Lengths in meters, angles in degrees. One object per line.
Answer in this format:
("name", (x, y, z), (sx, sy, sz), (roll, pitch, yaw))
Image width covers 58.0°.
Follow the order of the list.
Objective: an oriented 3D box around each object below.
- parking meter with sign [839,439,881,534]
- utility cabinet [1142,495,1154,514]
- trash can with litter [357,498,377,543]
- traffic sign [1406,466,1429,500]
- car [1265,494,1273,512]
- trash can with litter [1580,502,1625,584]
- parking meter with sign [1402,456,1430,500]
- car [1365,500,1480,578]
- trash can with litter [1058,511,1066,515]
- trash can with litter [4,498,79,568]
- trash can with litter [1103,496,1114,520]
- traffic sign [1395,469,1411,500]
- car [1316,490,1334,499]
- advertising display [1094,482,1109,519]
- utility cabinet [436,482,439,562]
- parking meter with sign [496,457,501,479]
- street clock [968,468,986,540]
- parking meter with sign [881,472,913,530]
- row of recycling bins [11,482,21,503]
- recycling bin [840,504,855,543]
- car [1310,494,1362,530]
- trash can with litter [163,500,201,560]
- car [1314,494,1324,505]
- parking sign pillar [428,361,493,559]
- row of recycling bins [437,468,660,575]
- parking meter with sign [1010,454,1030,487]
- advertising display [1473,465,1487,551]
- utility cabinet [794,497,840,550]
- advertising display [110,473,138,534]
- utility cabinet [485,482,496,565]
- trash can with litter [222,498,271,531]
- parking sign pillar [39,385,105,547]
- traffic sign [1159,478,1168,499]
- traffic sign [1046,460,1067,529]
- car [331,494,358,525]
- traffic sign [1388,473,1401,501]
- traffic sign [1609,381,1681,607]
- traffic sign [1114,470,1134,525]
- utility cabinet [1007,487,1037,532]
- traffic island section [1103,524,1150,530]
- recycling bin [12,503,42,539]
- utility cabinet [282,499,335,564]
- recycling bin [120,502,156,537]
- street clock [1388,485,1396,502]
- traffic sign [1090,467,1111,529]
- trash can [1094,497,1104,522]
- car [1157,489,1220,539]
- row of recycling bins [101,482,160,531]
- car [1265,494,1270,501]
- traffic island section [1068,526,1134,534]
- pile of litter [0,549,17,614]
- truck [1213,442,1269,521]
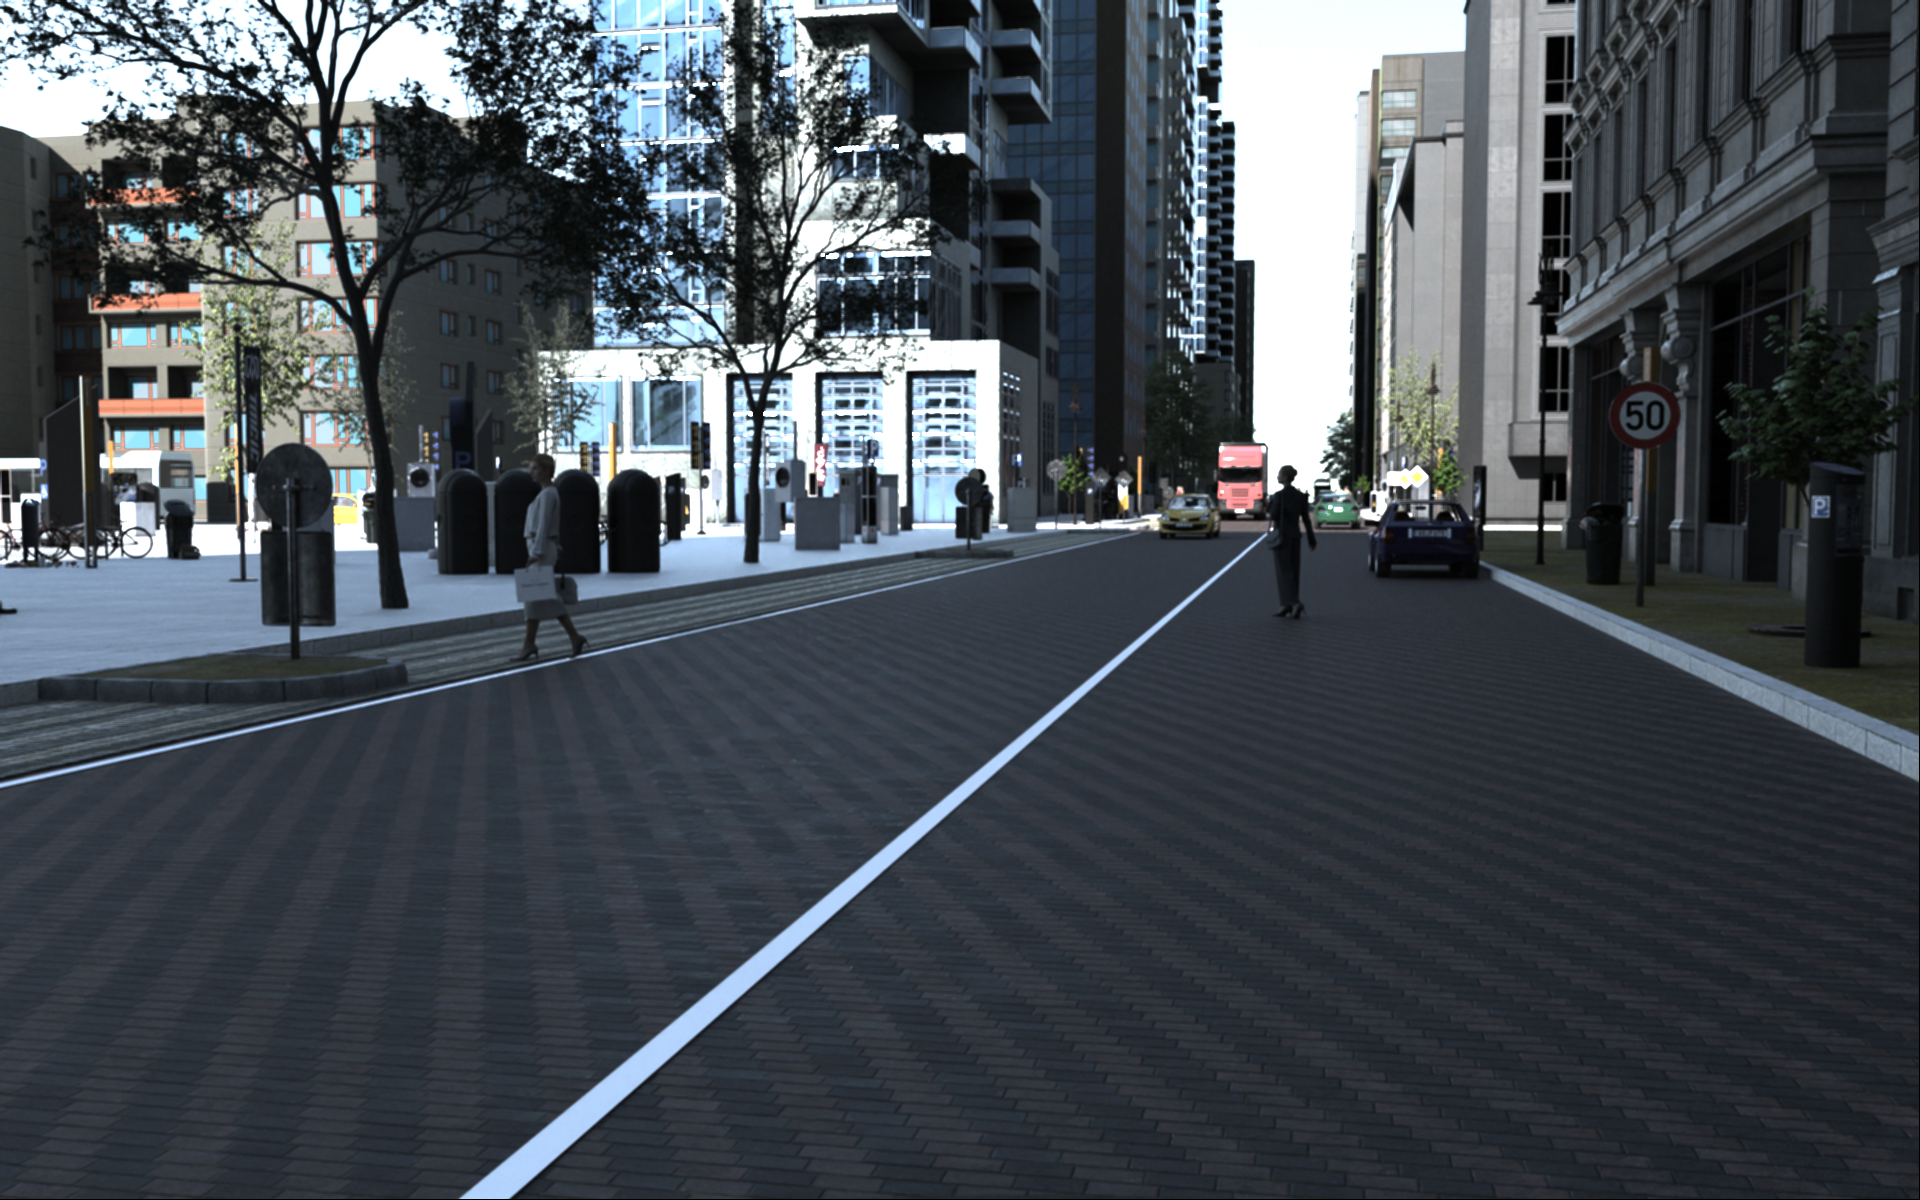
("parking meter with sign", (-3.472, -3.605, 55.202), (1.738, 3.016, 0.543), (2, 4, 29))
("utility cabinet", (12.442, -6.327, 114.606), (0.306, 1.237, 1.020), (3, 5, 44))
("trash can with litter", (-15.229, -2.068, 45.207), (0.624, 1.170, 1.055), (0, 4, 3))
("traffic sign", (16.094, -3.509, 61.022), (0.795, 2.450, 0.064), (1, 4, 11))
("car", (25.743, -8.021, 140.178), (2.155, 1.783, 4.494), (1, 4, 13))
("trash can with litter", (9.159, -0.823, 24.843), (0.624, 1.170, 1.055), (1, 4, 13))
("parking meter with sign", (21.477, -5.156, 80.563), (1.738, 3.016, 0.543), (0, 4, -2))
("car", (8.268, -1.129, 31.047), (1.945, 1.354, 3.894), (1, 4, 11))
("trash can with litter", (5.408, -5.853, 106.761), (2.233, 1.210, 1.678), (2, 4, 32))
("trash can with litter", (-16.369, -1.219, 30.986), (1.678, 1.210, 2.233), (0, 4, -8))
("trash can with litter", (7.391, -4.625, 87.010), (0.624, 1.170, 1.055), (0, 4, -5))
("traffic sign", (17.691, -3.988, 68.847), (0.795, 2.450, 0.064), (1, 4, 11))
("car", (37.733, -10.366, 178.150), (2.281, 1.827, 5.304), (1, 4, 13))
("advertising display", (7.373, -5.237, 90.839), (0.974, 1.923, 0.123), (3, 5, 43))
("utility cabinet", (-9.755, -1.480, 32.884), (0.318, 1.500, 1.173), (-1, 4, -15))
("parking meter with sign", (-20.942, -5.232, 81.804), (1.738, 3.016, 0.543), (-2, 4, -30))
("street clock", (0.477, -2.689, 48.541), (0.471, 2.002, 0.358), (3, 5, 43))
("parking meter with sign", (-2.521, -3.945, 60.763), (1.738, 3.016, 0.543), (-2, 4, -28))
("row of recycling bins", (-31.668, -2.939, 55.170), (3.534, 1.692, 1.069), (0, 4, 1))
("recycling bin", (-3.223, -2.030, 45.738), (0.722, 1.027, 0.722), (1, 4, 15))
("car", (15.558, -3.655, 71.555), (2.131, 1.459, 4.920), (1, 4, 11))
("trash can with litter", (-15.325, -1.401, 34.295), (0.624, 1.170, 1.055), (-3, 5, -45))
("car", (34.589, -9.307, 164.171), (2.014, 1.417, 4.499), (1, 4, 11))
("parking sign pillar", (-9.913, -2.823, 34.636), (1.447, 3.967, 1.447), (-1, 4, -13))
("row of recycling bins", (-6.674, -1.288, 28.172), (3.534, 1.692, 1.069), (-1, 4, -11))
("parking meter with sign", (2.764, -4.837, 75.343), (0.543, 3.016, 1.738), (2, 4, 24))
("advertising display", (11.796, -2.087, 39.340), (0.123, 1.923, 0.974), (0, 4, 7))
("utility cabinet", (-3.292, -1.755, 39.859), (1.020, 1.237, 0.306), (-1, 4, -12))
("advertising display", (-25.510, -2.915, 52.866), (0.123, 1.923, 0.974), (1, 4, 19))
("utility cabinet", (-8.721, -1.375, 31.165), (1.173, 1.500, 0.318), (2, 4, 27))
("trash can with litter", (-24.490, -3.000, 60.112), (2.233, 1.210, 1.678), (1, 4, 14))
("parking sign pillar", (-21.808, -3.301, 42.447), (1.447, 3.967, 1.447), (3, 4, 37))
("traffic sign", (12.835, -6.555, 109.303), (0.606, 2.300, 0.079), (1, 4, 19))
("traffic sign", (3.570, -3.920, 64.196), (0.768, 2.556, 0.104), (1, 4, 14))
("car", (-25.796, -3.890, 73.828), (3.980, 1.641, 2.015), (1, 4, 12))
("traffic sign", (20.303, -4.820, 80.931), (0.606, 2.300, 0.079), (1, 4, 13))
("traffic sign", (7.760, -1.198, 19.691), (0.768, 2.556, 0.104), (1, 4, 14))
("traffic sign", (6.726, -4.126, 71.097), (0.795, 2.450, 0.064), (1, 4, 11))
("utility cabinet", (2.057, -3.005, 57.808), (0.318, 1.500, 1.173), (3, 5, 42))
("traffic island section", (6.702, -2.990, 71.164), (2.009, 0.180, 2.903), (1, 4, 11))
("recycling bin", (-26.465, -2.250, 49.341), (0.722, 1.027, 0.722), (0, 4, 2))
("utility cabinet", (-11.737, -1.228, 31.240), (0.306, 1.237, 1.020), (1, 4, 22))
("recycling bin", (-24.782, -2.427, 52.235), (0.722, 1.027, 0.722), (2, 4, 34))
("street clock", (20.302, -4.697, 81.367), (0.358, 2.002, 0.471), (-1, 4, -9))
("traffic sign", (5.129, -3.647, 63.273), (0.795, 2.450, 0.064), (1, 4, 11))
("trash can", (6.188, -4.110, 78.850), (0.748, 1.137, 0.748), (0, 3, 0))
("car", (7.519, -2.834, 56.557), (2.015, 1.641, 3.980), (1, 4, 13))
("row of recycling bins", (-29.415, -3.279, 60.732), (1.069, 1.692, 3.534), (1, 4, 10))
("car", (28.210, -9.024, 157.767), (2.015, 1.641, 3.980), (1, 4, 10))
("traffic island section", (5.105, -2.511, 63.339), (2.009, 0.180, 2.903), (1, 4, 11))
("pile of litter", (-10.758, -0.279, 18.527), (1.176, 0.858, 1.719), (-2, 4, -26))
("truck", (15.738, -6.555, 96.088), (2.839, 4.237, 11.283), (1, 4, 11))
